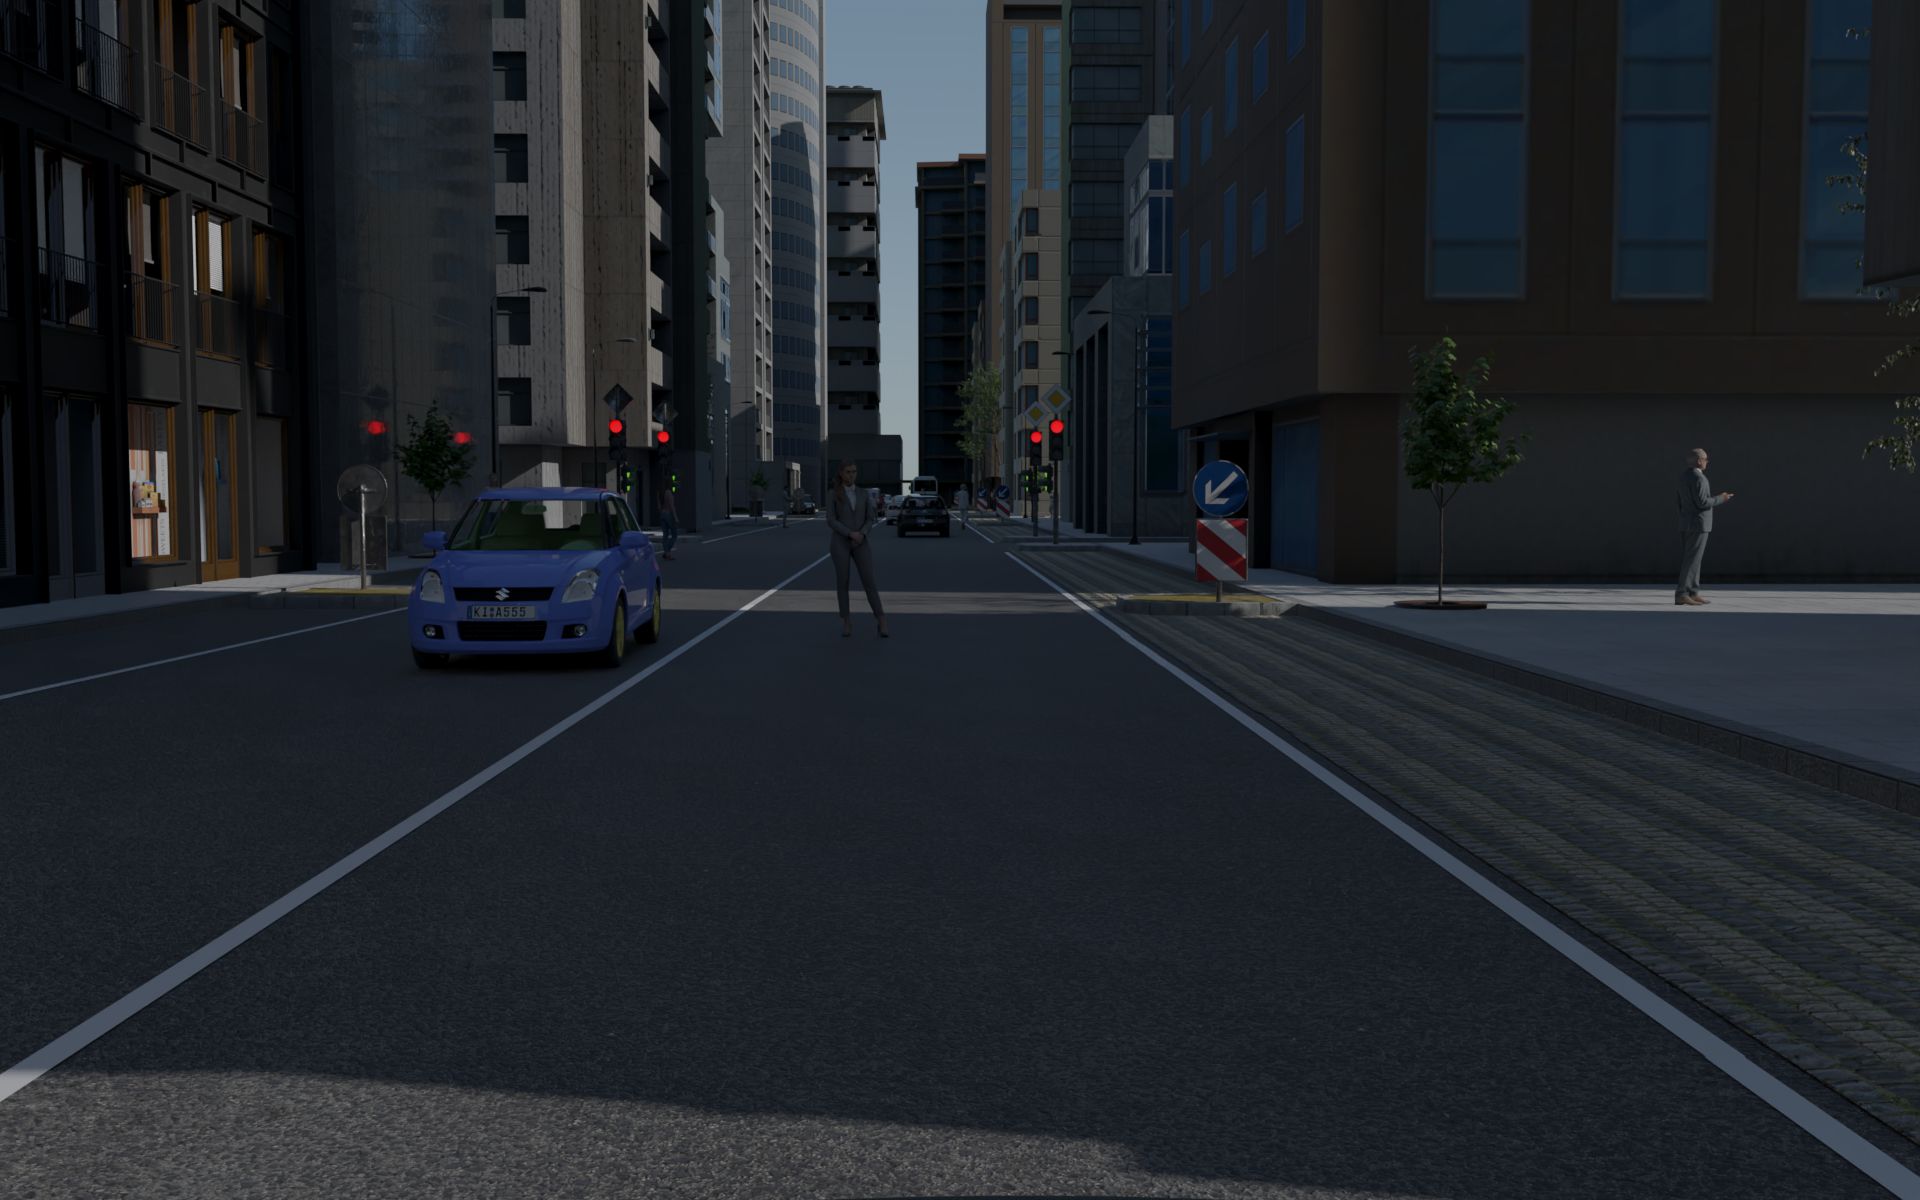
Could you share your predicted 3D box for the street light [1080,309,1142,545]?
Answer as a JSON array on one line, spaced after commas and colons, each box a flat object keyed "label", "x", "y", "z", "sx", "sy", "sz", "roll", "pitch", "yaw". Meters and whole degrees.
[{"label": "street light", "x": 3.900, "y": -4.355, "z": 43.750, "sx": 1.470, "sy": 5.913, "sz": 1.316, "roll": 0, "pitch": 4, "yaw": -1}]

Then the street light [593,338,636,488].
[{"label": "street light", "x": -10.346, "y": -4.840, "z": 51.680, "sx": 1.470, "sy": 5.913, "sz": 1.316, "roll": 0, "pitch": 4, "yaw": -1}]

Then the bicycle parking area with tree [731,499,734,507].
[{"label": "bicycle parking area with tree", "x": -19.949, "y": -8.044, "z": 118.522, "sx": 8.231, "sy": 4.147, "sz": 9.016, "roll": 1, "pitch": 4, "yaw": 21}]

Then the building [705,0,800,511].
[{"label": "building", "x": -23.277, "y": -42.656, "z": 135.681, "sx": 20.563, "sy": 71.187, "sz": 20.611, "roll": 0, "pitch": 4, "yaw": -1}]

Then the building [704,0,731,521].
[{"label": "building", "x": -23.025, "y": -47.499, "z": 89.285, "sx": 22.319, "sy": 86.520, "sz": 31.000, "roll": 0, "pitch": 4, "yaw": -1}]

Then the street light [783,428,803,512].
[{"label": "street light", "x": -11.758, "y": -9.132, "z": 121.846, "sx": 1.470, "sy": 5.913, "sz": 1.316, "roll": 0, "pitch": 4, "yaw": -1}]

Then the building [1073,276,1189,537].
[{"label": "building", "x": 19.747, "y": -45.736, "z": 60.448, "sx": 31.000, "sy": 86.520, "sz": 22.319, "roll": 0, "pitch": 4, "yaw": -1}]

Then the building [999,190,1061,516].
[{"label": "building", "x": 17.028, "y": -16.407, "z": 113.289, "sx": 27.650, "sy": 21.520, "sz": 28.899, "roll": 0, "pitch": 4, "yaw": -1}]

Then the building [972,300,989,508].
[{"label": "building", "x": 15.405, "y": -19.805, "z": 168.853, "sx": 27.650, "sy": 21.520, "sz": 28.899, "roll": 0, "pitch": 4, "yaw": -1}]

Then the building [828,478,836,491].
[{"label": "building", "x": -28.452, "y": -32.832, "z": 191.422, "sx": 28.867, "sy": 44.769, "sz": 22.147, "roll": 0, "pitch": 4, "yaw": -1}]

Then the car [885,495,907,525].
[{"label": "car", "x": -2.485, "y": -4.187, "z": 80.816, "sx": 2.083, "sy": 1.381, "sz": 4.827, "roll": 0, "pitch": 4, "yaw": -1}]

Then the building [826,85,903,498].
[{"label": "building", "x": -21.340, "y": -38.829, "z": 224.085, "sx": 27.495, "sy": 52.752, "sz": 28.713, "roll": 0, "pitch": 4, "yaw": -1}]

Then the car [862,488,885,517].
[{"label": "car", "x": -5.871, "y": -6.231, "z": 110.557, "sx": 2.281, "sy": 1.827, "sz": 5.304, "roll": 0, "pitch": 4, "yaw": 0}]

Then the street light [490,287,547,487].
[{"label": "street light", "x": -9.944, "y": -4.060, "z": 38.921, "sx": 1.470, "sy": 5.913, "sz": 1.316, "roll": 0, "pitch": 4, "yaw": -1}]

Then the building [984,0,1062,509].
[{"label": "building", "x": 9.306, "y": -30.338, "z": 146.136, "sx": 14.600, "sy": 45.320, "sz": 14.200, "roll": 0, "pitch": 4, "yaw": -1}]

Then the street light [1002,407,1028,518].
[{"label": "street light", "x": 2.945, "y": -7.307, "z": 92.009, "sx": 1.470, "sy": 5.913, "sz": 1.316, "roll": 0, "pitch": 4, "yaw": -1}]

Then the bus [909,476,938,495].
[{"label": "bus", "x": -3.959, "y": -11.757, "z": 187.080, "sx": 2.948, "sy": 3.499, "sz": 13.247, "roll": 0, "pitch": 4, "yaw": -3}]

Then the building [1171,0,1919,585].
[{"label": "building", "x": 11.696, "y": -23.232, "z": 29.953, "sx": 14.600, "sy": 45.320, "sz": 14.200, "roll": 0, "pitch": 4, "yaw": -1}]

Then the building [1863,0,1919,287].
[{"label": "building", "x": 13.293, "y": -19.842, "z": 8.006, "sx": 14.154, "sy": 41.232, "sz": 14.086, "roll": 0, "pitch": 4, "yaw": -1}]

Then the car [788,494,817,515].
[{"label": "car", "x": -9.906, "y": -5.985, "z": 107.645, "sx": 2.009, "sy": 1.686, "sz": 4.222, "roll": 0, "pitch": 4, "yaw": -3}]

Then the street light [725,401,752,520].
[{"label": "street light", "x": -11.064, "y": -6.976, "z": 86.595, "sx": 1.470, "sy": 5.913, "sz": 1.316, "roll": 0, "pitch": 4, "yaw": -1}]

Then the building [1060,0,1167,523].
[{"label": "building", "x": 11.752, "y": -24.437, "z": 83.132, "sx": 14.154, "sy": 41.232, "sz": 14.086, "roll": 0, "pitch": 4, "yaw": -1}]

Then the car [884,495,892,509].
[{"label": "car", "x": -6.699, "y": -8.522, "z": 151.700, "sx": 2.083, "sy": 1.381, "sz": 4.827, "roll": 0, "pitch": 4, "yaw": -1}]

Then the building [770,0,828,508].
[{"label": "building", "x": -23.728, "y": -37.873, "z": 161.219, "sx": 21.231, "sy": 58.520, "sz": 28.212, "roll": 0, "pitch": 4, "yaw": -1}]

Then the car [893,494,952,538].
[{"label": "car", "x": -1.255, "y": -2.975, "z": 58.425, "sx": 2.009, "sy": 1.686, "sz": 4.222, "roll": 0, "pitch": 4, "yaw": -3}]

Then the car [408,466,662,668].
[{"label": "car", "x": -3.686, "y": -0.354, "z": 15.383, "sx": 1.945, "sy": 1.707, "sz": 3.694, "roll": 0, "pitch": 4, "yaw": -3}]

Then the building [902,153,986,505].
[{"label": "building", "x": 7.101, "y": -34.650, "z": 221.155, "sx": 28.867, "sy": 44.769, "sz": 22.147, "roll": 0, "pitch": 4, "yaw": -1}]

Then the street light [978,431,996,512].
[{"label": "street light", "x": 2.040, "y": -9.461, "z": 127.230, "sx": 1.470, "sy": 5.913, "sz": 1.316, "roll": 0, "pitch": 4, "yaw": -1}]

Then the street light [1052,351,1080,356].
[{"label": "street light", "x": 3.687, "y": -5.133, "z": 56.460, "sx": 1.470, "sy": 5.913, "sz": 1.316, "roll": 0, "pitch": 4, "yaw": -1}]

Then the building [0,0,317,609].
[{"label": "building", "x": -16.785, "y": -11.664, "z": 20.380, "sx": 12.332, "sy": 23.373, "sz": 15.834, "roll": 0, "pitch": 4, "yaw": -1}]

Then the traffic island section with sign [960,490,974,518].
[{"label": "traffic island section with sign", "x": 1.188, "y": -5.865, "z": 104.521, "sx": 1.989, "sy": 1.847, "sz": 2.006, "roll": 0, "pitch": 4, "yaw": -1}]

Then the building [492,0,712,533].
[{"label": "building", "x": -16.689, "y": -17.671, "z": 60.626, "sx": 14.160, "sy": 30.474, "sz": 14.107, "roll": 0, "pitch": 4, "yaw": -1}]

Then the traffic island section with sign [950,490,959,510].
[{"label": "traffic island section with sign", "x": 0.136, "y": -8.904, "z": 154.213, "sx": 1.989, "sy": 1.847, "sz": 2.006, "roll": 0, "pitch": 4, "yaw": -1}]

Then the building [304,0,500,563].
[{"label": "building", "x": -21.518, "y": -13.405, "z": 37.188, "sx": 19.932, "sy": 24.808, "sz": 12.078, "roll": 0, "pitch": 4, "yaw": -1}]
